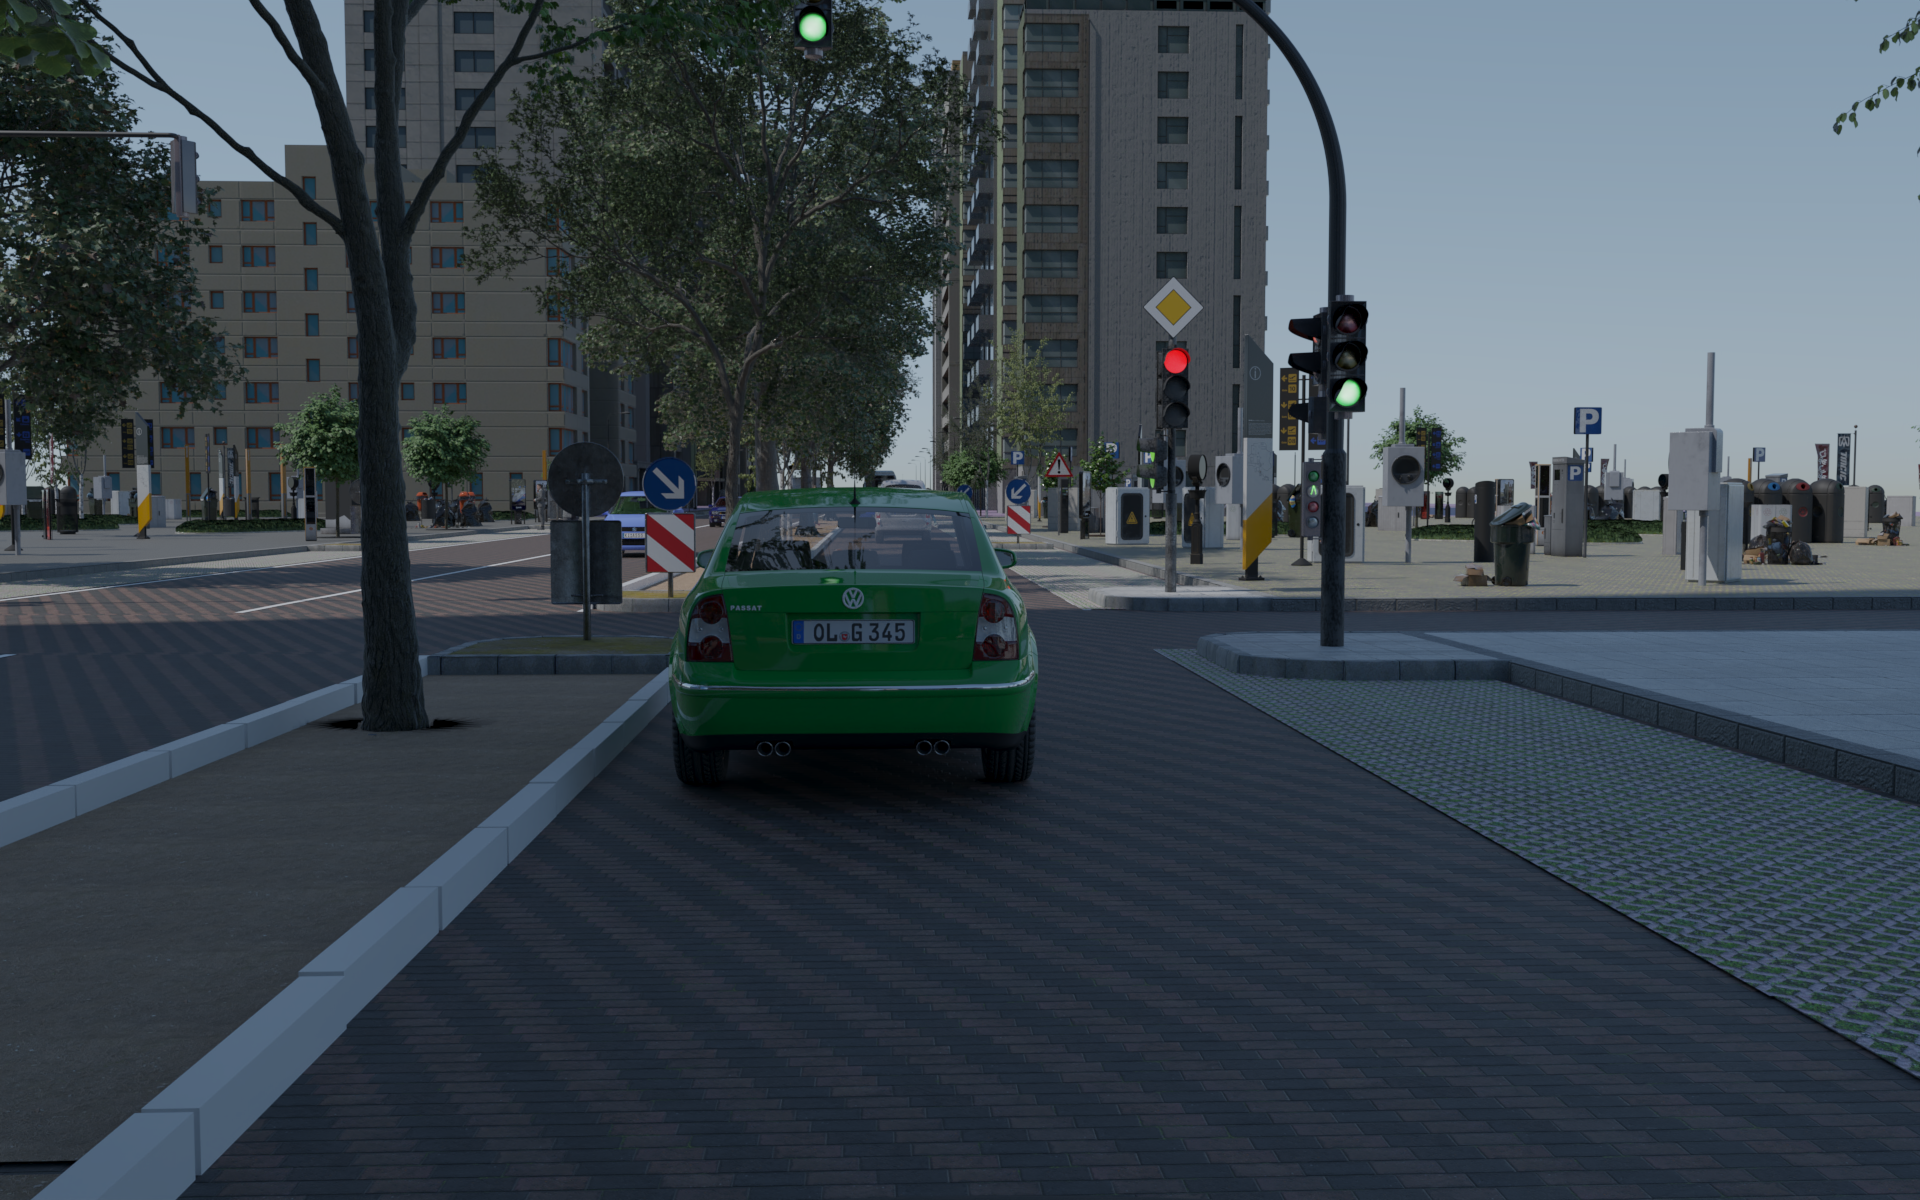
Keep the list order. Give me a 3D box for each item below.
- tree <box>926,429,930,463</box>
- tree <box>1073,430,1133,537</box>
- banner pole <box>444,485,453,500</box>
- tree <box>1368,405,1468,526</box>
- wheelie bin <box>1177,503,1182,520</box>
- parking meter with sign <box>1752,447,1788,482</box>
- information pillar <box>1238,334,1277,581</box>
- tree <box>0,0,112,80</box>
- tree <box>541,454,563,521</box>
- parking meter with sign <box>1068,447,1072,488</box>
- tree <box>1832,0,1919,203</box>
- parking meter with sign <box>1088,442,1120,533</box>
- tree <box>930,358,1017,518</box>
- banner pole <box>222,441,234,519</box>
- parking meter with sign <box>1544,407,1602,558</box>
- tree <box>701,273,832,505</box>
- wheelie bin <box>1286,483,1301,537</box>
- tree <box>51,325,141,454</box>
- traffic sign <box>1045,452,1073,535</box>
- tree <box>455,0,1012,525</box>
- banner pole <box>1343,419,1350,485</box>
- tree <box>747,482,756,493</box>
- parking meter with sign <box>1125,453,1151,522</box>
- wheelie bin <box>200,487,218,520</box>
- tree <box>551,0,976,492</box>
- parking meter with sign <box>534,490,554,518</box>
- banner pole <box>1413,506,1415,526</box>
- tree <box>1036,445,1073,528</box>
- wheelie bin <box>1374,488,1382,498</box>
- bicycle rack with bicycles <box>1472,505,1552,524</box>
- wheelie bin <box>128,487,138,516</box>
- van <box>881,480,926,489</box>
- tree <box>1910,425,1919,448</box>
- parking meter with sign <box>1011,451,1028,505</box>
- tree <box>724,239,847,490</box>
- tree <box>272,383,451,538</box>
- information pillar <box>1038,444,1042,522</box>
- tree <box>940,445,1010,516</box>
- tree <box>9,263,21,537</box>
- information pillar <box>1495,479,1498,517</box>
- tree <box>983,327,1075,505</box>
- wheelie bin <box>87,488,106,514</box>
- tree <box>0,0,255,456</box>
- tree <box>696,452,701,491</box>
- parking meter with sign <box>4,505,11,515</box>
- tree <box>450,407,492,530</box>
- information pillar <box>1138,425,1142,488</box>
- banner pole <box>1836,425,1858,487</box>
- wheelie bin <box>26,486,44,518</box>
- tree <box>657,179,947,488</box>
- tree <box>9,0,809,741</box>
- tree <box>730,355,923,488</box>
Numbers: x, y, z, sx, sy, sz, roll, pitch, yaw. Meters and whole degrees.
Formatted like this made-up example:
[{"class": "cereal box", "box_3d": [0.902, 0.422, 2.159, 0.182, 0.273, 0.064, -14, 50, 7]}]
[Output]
[{"class": "tree", "box_3d": [-1.613, -14.147, 181.668, 4.360, 8.622, 3.978, 0, 3, 0]}, {"class": "tree", "box_3d": [4.386, -3.526, 52.257, 1.663, 3.219, 1.824, 0, 3, 0]}, {"class": "banner pole", "box_3d": [-24.092, -5.607, 81.684, 0.401, 3.779, 0.863, 1, 4, 14]}, {"class": "tree", "box_3d": [16.614, -4.857, 63.133, 4.285, 4.588, 4.351, 0, 3, 0]}, {"class": "wheelie bin", "box_3d": [9.800, -4.255, 77.476, 0.980, 1.594, 0.693, -1, 4, -18]}, {"class": "parking meter with sign", "box_3d": [30.065, -4.132, 63.812, 0.543, 3.016, 1.738, -1, 4, -22]}, {"class": "information pillar", "box_3d": [4.398, -2.096, 25.622, 0.504, 3.616, 0.183, -2, 4, -27]}, {"class": "tree", "box_3d": [-2.716, -4.952, 1.545, 7.486, 12.596, 7.792, 0, 3, 0]}, {"class": "tree", "box_3d": [-19.458, -5.468, 83.997, 1.663, 3.219, 1.824, 0, 3, 0]}, {"class": "parking meter with sign", "box_3d": [4.858, -4.106, 63.390, 1.738, 3.016, 0.543, 1, 4, 9]}, {"class": "tree", "box_3d": [6.475, -3.663, 10.250, 4.360, 8.622, 3.978, 0, 3, 0]}, {"class": "parking meter with sign", "box_3d": [4.705, -3.754, 57.632, 0.543, 3.016, 1.738, 2, 4, 29]}, {"class": "tree", "box_3d": [1.200, -8.725, 93.012, 4.360, 8.622, 3.978, 0, 3, 0]}, {"class": "banner pole", "box_3d": [-34.748, -5.645, 82.320, 0.401, 3.779, 0.863, 2, 4, 28]}, {"class": "parking meter with sign", "box_3d": [12.512, -2.405, 35.578, 0.543, 3.016, 1.738, 0, 4, -4]}, {"class": "tree", "box_3d": [-4.977, -5.954, 50.168, 4.737, 8.622, 4.395, 0, 3, 0]}, {"class": "wheelie bin", "box_3d": [10.131, -2.661, 51.420, 0.693, 1.594, 0.980, 2, 4, 31]}, {"class": "tree", "box_3d": [-33.480, -7.067, 65.903, 4.360, 8.622, 3.978, 0, 3, 0]}, {"class": "traffic sign", "box_3d": [3.070, -3.285, 53.719, 0.884, 2.594, 0.081, 0, 4, 0]}, {"class": "tree", "box_3d": [-3.572, -5.460, 26.138, 8.767, 10.594, 7.601, 0, 4, -3]}, {"class": "banner pole", "box_3d": [10.353, -3.482, 46.955, 0.863, 3.779, 0.401, -2, 4, -35]}, {"class": "tree", "box_3d": [-26.094, -13.488, 215.127, 1.663, 3.219, 1.824, 0, 3, 0]}, {"class": "parking meter with sign", "box_3d": [6.720, -4.326, 66.993, 1.738, 3.016, 0.543, -3, 4, -38]}, {"class": "wheelie bin", "box_3d": [-34.533, -4.390, 79.692, 0.693, 1.594, 0.980, -3, 4, -37]}, {"class": "tree", "box_3d": [-4.033, -7.781, 36.325, 9.857, 13.997, 8.962, 0, 3, 0]}, {"class": "parking meter with sign", "box_3d": [-21.950, -5.902, 92.751, 1.738, 3.016, 0.543, 1, 4, 12]}, {"class": "banner pole", "box_3d": [17.879, -4.824, 68.883, 0.401, 3.779, 0.863, -3, 5, -39]}, {"class": "tree", "box_3d": [3.557, -4.388, 66.353, 1.663, 3.219, 1.824, 0, 3, 0]}, {"class": "wheelie bin", "box_3d": [22.334, -5.112, 91.488, 0.693, 1.594, 0.980, -2, 4, -28]}, {"class": "bicycle rack with bicycles", "box_3d": [17.824, -2.558, 55.205, 2.925, 0.926, 2.852, 1, 4, 18]}, {"class": "wheelie bin", "box_3d": [-38.728, -4.508, 81.608, 0.980, 1.594, 0.693, 2, 4, 25]}, {"class": "van", "box_3d": [-1.703, -2.726, 51.575, 2.013, 2.044, 4.112, 0, 4, -2]}, {"class": "tree", "box_3d": [26.972, -3.789, 45.666, 4.285, 4.588, 4.351, 0, 3, 0]}, {"class": "parking meter with sign", "box_3d": [2.426, -4.479, 69.487, 0.543, 3.016, 1.738, 0, 4, -6]}, {"class": "tree", "box_3d": [-4.490, -5.576, 43.979, 4.360, 8.622, 3.978, 0, 3, 0]}, {"class": "tree", "box_3d": [-18.201, -4.098, 50.716, 4.285, 4.588, 4.351, 0, 3, 0]}, {"class": "information pillar", "box_3d": [3.715, -5.485, 81.031, 0.183, 3.616, 0.504, 0, 4, -4]}, {"class": "tree", "box_3d": [1.143, -7.150, 100.618, 4.285, 4.588, 4.351, 0, 3, 0]}, {"class": "tree", "box_3d": [-28.090, -6.200, 51.735, 4.737, 8.622, 4.395, 0, 3, 0]}, {"class": "information pillar", "box_3d": [26.046, -4.849, 83.767, 0.304, 2.012, 0.304, 0, 4, -1]}, {"class": "tree", "box_3d": [2.983, -7.687, 76.046, 4.737, 8.622, 4.395, 0, 3, 0]}, {"class": "wheelie bin", "box_3d": [-45.118, -5.050, 90.471, 0.693, 1.594, 0.980, 2, 4, 32]}, {"class": "tree", "box_3d": [-16.936, -6.845, 28.932, 9.611, 12.733, 9.660, 0, 3, 0]}, {"class": "tree", "box_3d": [-24.754, -13.596, 172.656, 4.737, 8.622, 4.395, 0, 3, 0]}, {"class": "parking meter with sign", "box_3d": [-51.585, -5.963, 93.748, 0.543, 3.016, 1.738, 0, 4, -1]}, {"class": "tree", "box_3d": [-18.309, -4.764, 61.606, 4.285, 4.588, 4.351, 0, 3, 0]}, {"class": "information pillar", "box_3d": [6.045, -4.091, 58.247, 0.183, 3.616, 0.504, 1, 4, 11]}, {"class": "banner pole", "box_3d": [32.107, -4.442, 62.645, 0.863, 3.779, 0.401, 0, 4, 5]}, {"class": "wheelie bin", "box_3d": [-36.581, -3.702, 68.437, 0.980, 1.594, 0.693, -2, 4, -29]}, {"class": "tree", "box_3d": [-5.272, -8.544, 59.158, 9.611, 12.733, 9.660, 0, 3, 0]}, {"class": "tree", "box_3d": [-3.567, -5.023, 10.333, 9.928, 11.665, 9.643, 0, 3, 0]}, {"class": "tree", "box_3d": [-6.939, -10.348, 82.010, 12.009, 13.543, 11.850, 0, 3, 0]}]
